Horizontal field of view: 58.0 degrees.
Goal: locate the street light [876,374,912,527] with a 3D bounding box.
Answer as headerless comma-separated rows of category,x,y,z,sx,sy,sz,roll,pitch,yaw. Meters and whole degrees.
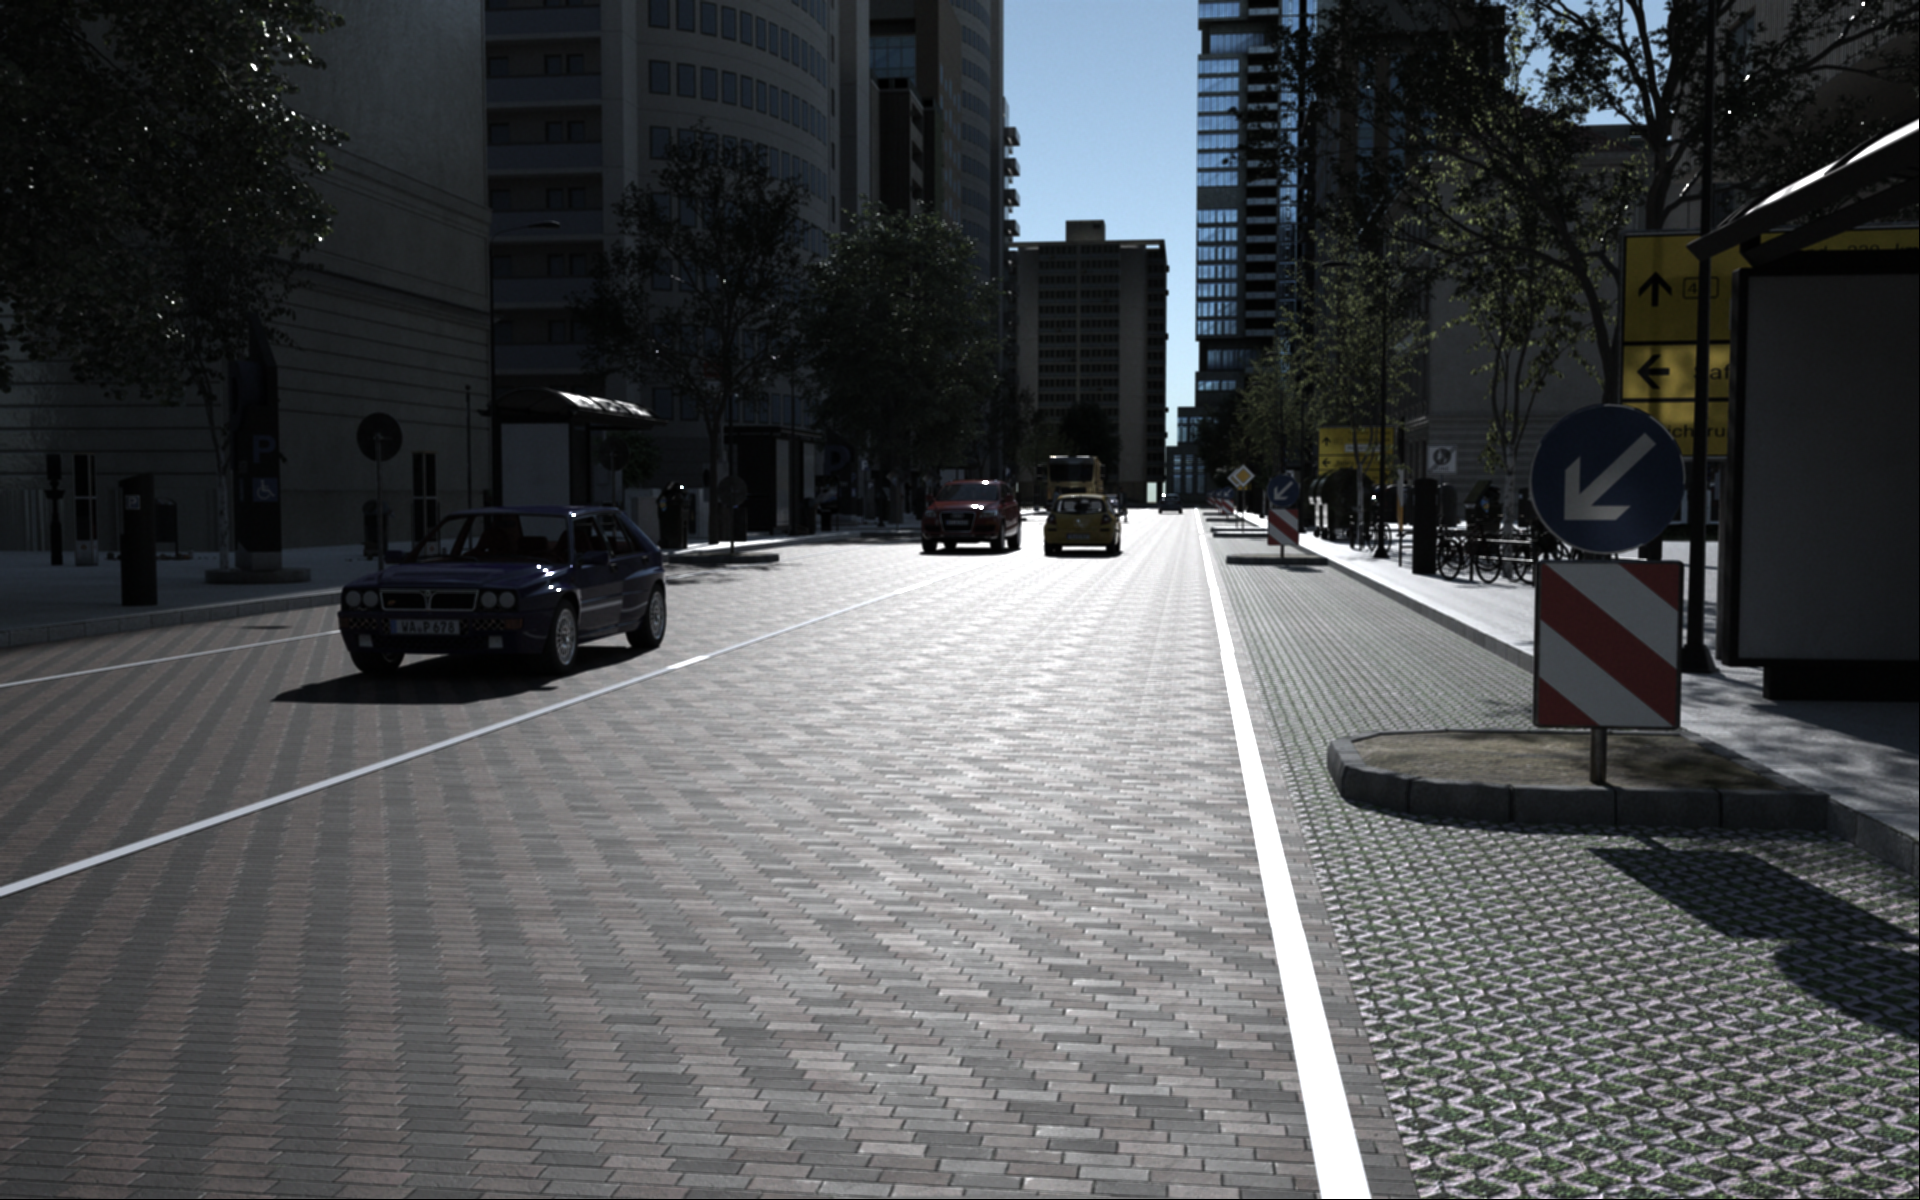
street light,-2.534,-5.794,67.268,1.470,5.913,1.316,0,4,8

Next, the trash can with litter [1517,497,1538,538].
trash can with litter,17.261,-2.436,50.893,2.233,1.210,1.678,-2,4,-25

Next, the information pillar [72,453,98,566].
information pillar,-15.588,-1.613,30.865,0.304,2.012,0.304,-1,4,-9

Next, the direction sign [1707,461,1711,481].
direction sign,43.983,-6.757,102.477,0.379,3.537,0.876,-3,4,-36

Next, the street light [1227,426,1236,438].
street light,19.063,-8.878,117.689,1.470,5.913,1.316,0,4,8

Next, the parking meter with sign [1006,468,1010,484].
parking meter with sign,2.537,-7.316,115.871,1.738,3.016,0.543,3,5,44

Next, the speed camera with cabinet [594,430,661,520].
speed camera with cabinet,-10.043,-3.550,52.372,2.038,3.252,0.660,1,4,21

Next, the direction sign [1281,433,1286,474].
direction sign,12.153,-4.473,65.127,0.379,3.537,0.876,0,4,1

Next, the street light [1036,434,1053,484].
street light,6.515,-9.930,134.894,1.470,5.913,1.316,0,4,8

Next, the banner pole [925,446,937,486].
banner pole,-1.444,-6.086,89.530,0.863,3.779,0.401,-1,4,-10

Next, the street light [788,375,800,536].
street light,-4.533,-4.889,52.475,1.470,5.913,1.316,0,4,8

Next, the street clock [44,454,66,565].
street clock,-16.313,-1.630,31.227,0.358,2.002,0.471,-2,4,-28

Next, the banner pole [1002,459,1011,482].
banner pole,3.387,-8.218,124.384,0.863,3.779,0.401,-3,4,-36

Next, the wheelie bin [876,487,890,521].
wheelie bin,-3.578,-4.559,82.454,0.693,1.594,0.980,2,4,31

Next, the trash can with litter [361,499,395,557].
trash can with litter,-12.092,-1.503,35.960,0.624,1.170,1.055,-1,4,-13

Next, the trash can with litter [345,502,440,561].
trash can with litter,-10.848,-1.392,33.814,2.233,1.210,1.678,-2,4,-24

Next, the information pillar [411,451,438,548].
information pillar,-9.254,-1.558,29.963,0.304,2.012,0.304,2,4,28

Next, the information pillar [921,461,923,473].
information pillar,-2.019,-6.585,99.021,0.504,3.616,0.183,3,5,42

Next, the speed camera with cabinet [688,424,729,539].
speed camera with cabinet,-7.201,-3.368,49.406,0.660,3.252,2.038,-2,4,-28

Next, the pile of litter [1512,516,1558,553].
pile of litter,12.724,-1.517,38.773,1.719,0.858,1.176,-2,4,-35

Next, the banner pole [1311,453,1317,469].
banner pole,21.815,-7.120,106.426,0.863,3.779,0.401,3,5,40

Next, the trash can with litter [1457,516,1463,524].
trash can with litter,21.284,-3.911,75.335,1.055,1.170,0.624,0,4,-6

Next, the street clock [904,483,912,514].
street clock,-3.414,-6.688,113.917,0.471,2.002,0.358,-1,4,-19

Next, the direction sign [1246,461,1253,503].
direction sign,19.999,-7.815,119.774,0.379,3.537,0.876,3,5,40

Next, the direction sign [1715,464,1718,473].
direction sign,57.639,-8.548,131.762,0.379,3.537,0.876,0,4,-4

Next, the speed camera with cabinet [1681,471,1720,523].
speed camera with cabinet,30.295,-4.629,70.014,2.038,3.252,0.660,0,4,-4

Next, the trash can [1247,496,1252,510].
trash can,22.840,-7.595,135.826,0.748,1.137,0.748,0,3,0

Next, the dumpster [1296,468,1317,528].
dumpster,13.715,-3.921,66.609,1.502,2.255,1.985,0,4,8

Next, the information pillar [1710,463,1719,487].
information pillar,55.724,-8.377,128.310,0.504,3.616,0.183,0,4,7

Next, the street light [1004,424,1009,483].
street light,3.438,-8.513,111.735,1.470,5.913,1.316,0,4,8

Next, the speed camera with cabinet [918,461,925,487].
speed camera with cabinet,-1.189,-5.940,91.457,2.038,3.252,0.660,1,4,12

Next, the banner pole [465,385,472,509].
banner pole,-11.192,-3.023,39.444,0.401,3.779,0.863,-1,4,-12

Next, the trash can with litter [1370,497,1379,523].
trash can with litter,16.174,-3.529,69.079,1.055,1.170,0.624,-1,4,-18

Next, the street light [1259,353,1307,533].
street light,10.707,-5.161,56.923,1.470,5.913,1.316,0,4,8

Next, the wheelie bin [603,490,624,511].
wheelie bin,-12.092,-3.185,59.986,0.980,1.594,0.693,1,4,18

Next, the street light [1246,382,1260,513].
street light,12.826,-6.089,72.097,1.470,5.913,1.316,0,4,8

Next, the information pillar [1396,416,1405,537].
information pillar,13.308,-3.728,52.305,0.183,3.616,0.504,0,4,1

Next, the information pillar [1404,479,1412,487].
information pillar,22.376,-5.026,86.659,0.304,2.012,0.304,-3,4,-38

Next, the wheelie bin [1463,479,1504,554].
wheelie bin,11.251,-1.793,37.221,0.693,1.594,0.980,0,4,-8

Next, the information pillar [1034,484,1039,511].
information pillar,5.804,-7.754,131.267,0.304,2.012,0.304,3,5,40

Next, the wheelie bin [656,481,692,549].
wheelie bin,-6.706,-2.005,40.696,0.693,1.594,0.980,1,4,11

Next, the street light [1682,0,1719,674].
street light,4.783,-2.440,12.439,1.470,5.913,1.316,0,4,8

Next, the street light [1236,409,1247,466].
street light,16.021,-7.488,94.969,1.470,5.913,1.316,0,4,8

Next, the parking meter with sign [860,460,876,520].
parking meter with sign,-4.619,-5.595,87.738,0.543,3.016,1.738,-1,4,-16

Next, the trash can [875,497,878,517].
trash can,-4.527,-5.203,96.725,0.748,1.137,0.748,0,3,0

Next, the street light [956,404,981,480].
street light,0.386,-7.154,89.510,1.470,5.913,1.316,0,4,8

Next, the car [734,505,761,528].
car,-9.248,-3.429,65.655,3.694,1.707,1.945,0,4,7

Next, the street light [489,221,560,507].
street light,-7.492,-3.497,29.711,1.470,5.913,1.316,0,4,8

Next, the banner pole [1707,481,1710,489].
banner pole,53.494,-8.195,124.006,0.863,3.779,0.401,-2,4,-28

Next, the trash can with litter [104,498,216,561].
trash can with litter,-15.929,-1.395,33.865,2.233,1.210,1.678,0,4,-2

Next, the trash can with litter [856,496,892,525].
trash can with litter,-3.970,-3.759,72.516,2.233,1.210,1.678,1,4,13

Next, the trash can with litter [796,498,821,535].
trash can with litter,-4.782,-2.628,54.353,0.624,1.170,1.055,1,4,10

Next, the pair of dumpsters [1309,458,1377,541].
pair of dumpsters,10.861,-2.860,49.247,1.574,2.255,4.437,0,4,8

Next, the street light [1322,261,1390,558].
street light,7.914,-3.799,34.653,1.470,5.913,1.316,0,4,8
